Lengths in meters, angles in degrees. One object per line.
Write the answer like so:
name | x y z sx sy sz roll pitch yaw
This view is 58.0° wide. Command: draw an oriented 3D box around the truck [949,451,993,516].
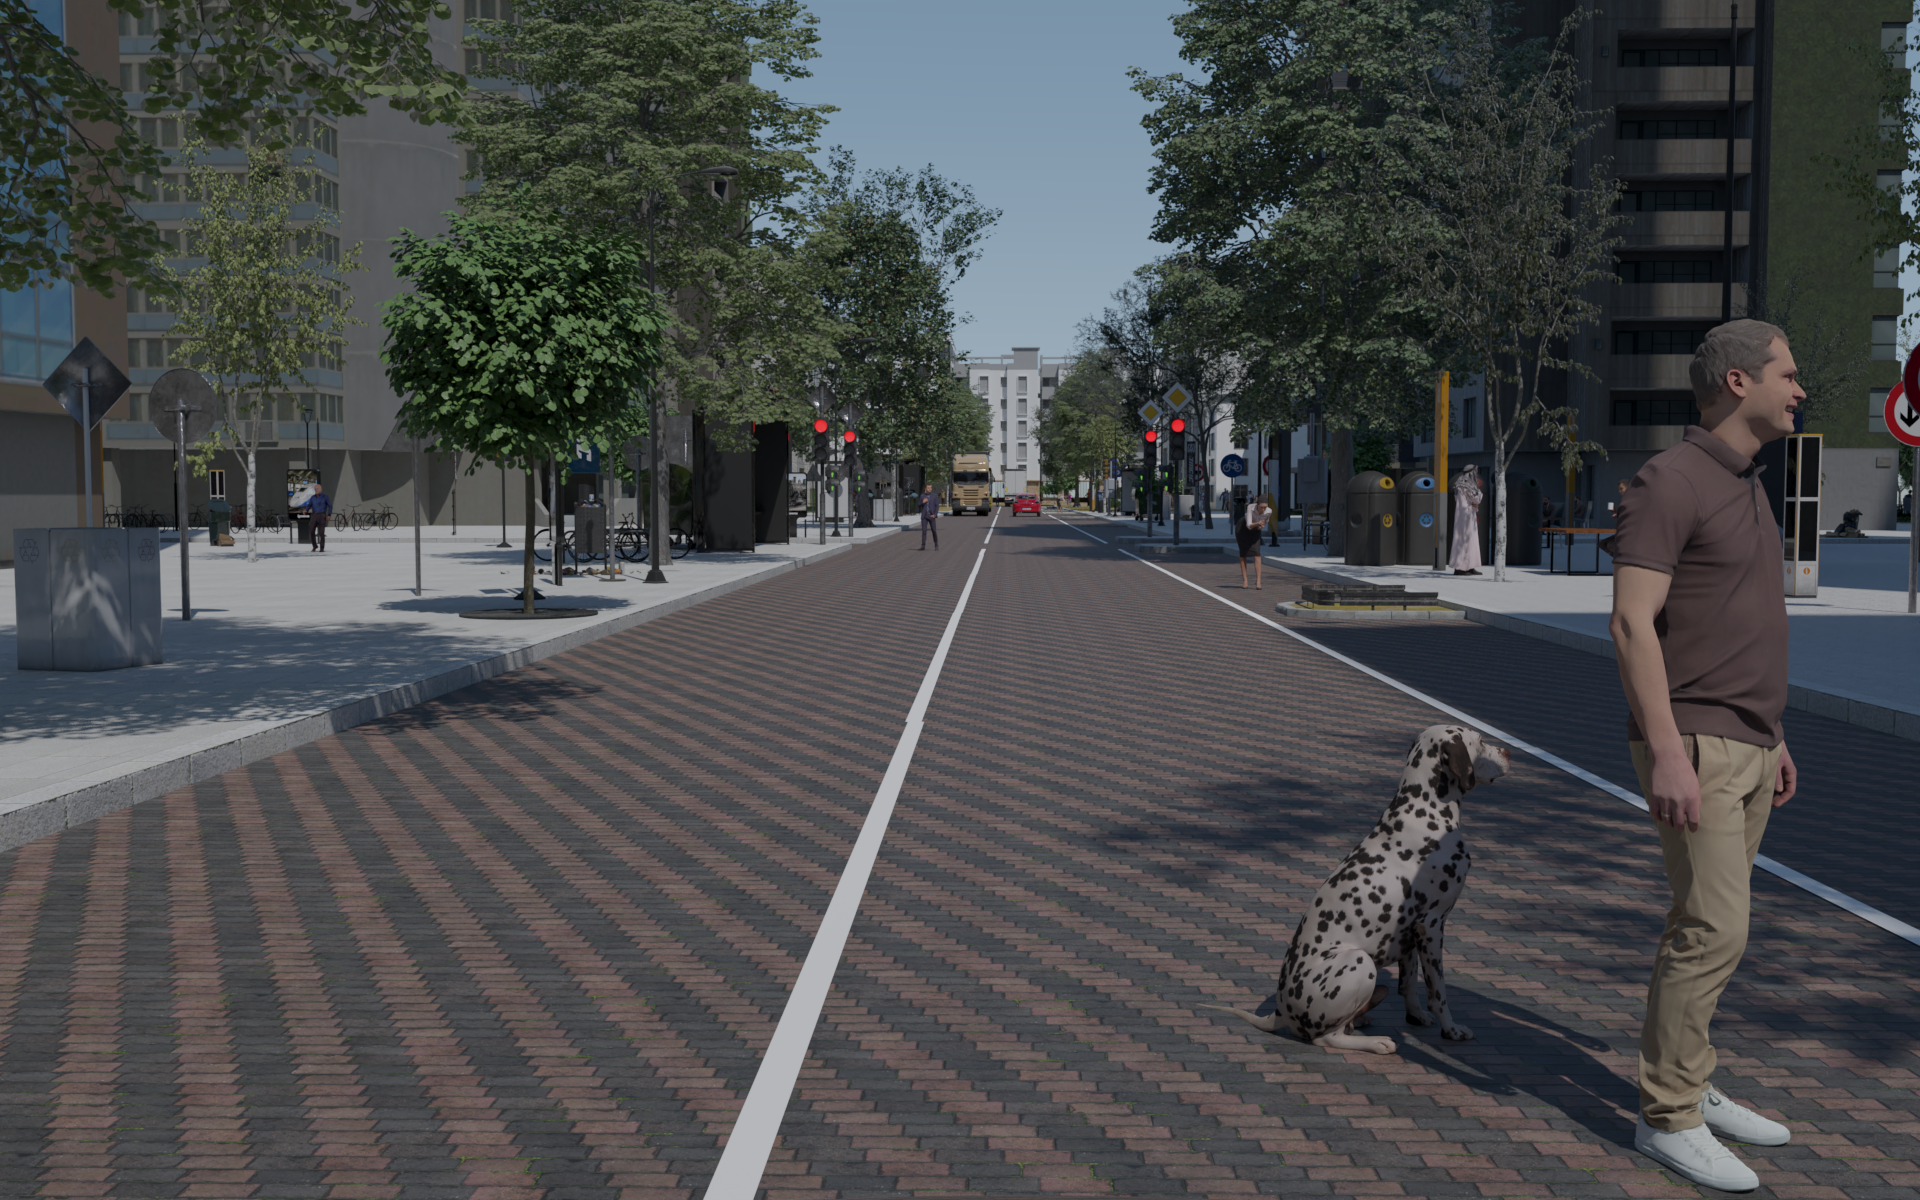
truck | 0.654 -7.716 115.065 2.839 4.237 11.283 0 4 0

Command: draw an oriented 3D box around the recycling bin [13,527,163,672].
recycling bin | -6.466 -0.019 12.865 0.722 1.027 0.722 1 4 16

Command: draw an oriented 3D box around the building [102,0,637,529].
building | -29.757 -23.403 74.515 32.217 40.220 23.993 0 4 2

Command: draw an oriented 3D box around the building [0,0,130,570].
building | -23.086 -22.933 25.073 14.200 45.320 14.600 0 4 2

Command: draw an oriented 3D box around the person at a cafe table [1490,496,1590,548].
person at a cafe table | 13.709 -1.871 41.452 1.726 1.238 1.698 -2 4 -28

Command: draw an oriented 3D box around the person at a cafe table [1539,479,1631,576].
person at a cafe table | 10.237 -1.162 27.516 1.622 1.524 1.698 0 4 5

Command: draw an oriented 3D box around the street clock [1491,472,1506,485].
street clock | 16.867 -3.036 54.212 0.471 2.002 0.358 -1 4 -15

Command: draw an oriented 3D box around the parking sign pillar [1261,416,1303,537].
parking sign pillar | 9.662 -3.907 52.352 1.447 3.967 1.447 1 4 23

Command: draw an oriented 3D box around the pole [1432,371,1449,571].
pole | 8.017 -2.143 28.878 0.158 3.312 0.155 0 3 0

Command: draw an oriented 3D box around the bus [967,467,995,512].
bus | 1.379 -9.183 141.683 2.896 3.916 12.252 0 4 1

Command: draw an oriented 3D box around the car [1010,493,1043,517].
car | 4.260 -6.216 110.675 2.155 1.783 4.494 0 4 2

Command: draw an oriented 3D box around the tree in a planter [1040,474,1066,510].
tree in a planter | 8.329 -9.538 153.173 1.991 3.239 1.994 0 4 2

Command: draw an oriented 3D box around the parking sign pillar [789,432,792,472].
parking sign pillar | -5.706 -3.885 51.985 1.447 3.967 1.447 0 4 1

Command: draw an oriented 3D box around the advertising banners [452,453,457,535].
advertising banners | -15.916 -3.569 54.534 0.090 3.025 2.074 -1 4 -13

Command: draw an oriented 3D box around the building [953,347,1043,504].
building | 4.747 -22.802 229.233 11.380 20.091 16.016 0 4 2

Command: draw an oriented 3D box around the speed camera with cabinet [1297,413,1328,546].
speed camera with cabinet | 9.307 -2.934 42.313 2.038 3.252 0.660 1 4 19

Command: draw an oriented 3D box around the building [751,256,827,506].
building | -20.846 -16.957 143.703 16.747 18.905 31.486 0 4 2

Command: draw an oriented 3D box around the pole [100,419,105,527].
pole | -20.533 -2.902 41.292 0.158 3.312 0.155 0 3 0

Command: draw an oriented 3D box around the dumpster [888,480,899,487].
dumpster | -4.385 -7.287 121.629 1.502 2.255 1.985 0 4 2

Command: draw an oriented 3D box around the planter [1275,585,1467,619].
planter | 4.852 0.018 20.842 1.991 0.319 1.994 0 4 2

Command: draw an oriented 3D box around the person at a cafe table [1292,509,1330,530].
person at a cafe table | 12.729 -3.257 61.771 1.698 1.524 1.622 2 4 30

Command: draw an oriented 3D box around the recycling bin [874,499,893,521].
recycling bin | -3.688 -4.319 83.167 0.722 1.027 0.722 2 4 24

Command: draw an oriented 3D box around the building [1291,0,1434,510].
building | 32.047 -27.481 103.941 22.147 44.769 28.867 0 4 2

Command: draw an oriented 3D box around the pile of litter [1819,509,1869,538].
pile of litter | 25.990 -2.256 50.843 1.176 0.858 1.719 0 4 -2

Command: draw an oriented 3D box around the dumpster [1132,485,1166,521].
dumpster | 8.968 -4.875 82.204 1.502 2.255 1.985 0 4 1

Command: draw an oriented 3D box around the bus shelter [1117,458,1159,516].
bus shelter | 10.317 -6.525 100.608 2.014 3.302 5.546 0 4 1

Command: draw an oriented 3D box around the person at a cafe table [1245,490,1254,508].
person at a cafe table | 19.036 -6.544 115.503 1.622 1.524 1.698 1 4 15

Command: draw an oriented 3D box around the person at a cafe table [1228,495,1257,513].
person at a cafe table | 15.963 -5.168 95.357 1.698 1.238 1.726 -3 4 -39

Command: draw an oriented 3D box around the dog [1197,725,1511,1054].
dog | 1.016 0.745 4.663 0.800 0.831 0.513 2 4 29

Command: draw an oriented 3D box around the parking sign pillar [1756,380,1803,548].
parking sign pillar | 19.520 -3.241 41.470 1.447 3.967 1.447 -1 4 -17

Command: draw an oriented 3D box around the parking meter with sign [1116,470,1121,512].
parking meter with sign | 11.468 -7.872 124.973 0.543 3.016 1.738 1 4 14

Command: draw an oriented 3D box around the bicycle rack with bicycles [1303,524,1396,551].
bicycle rack with bicycles | 9.015 -1.561 38.901 2.852 0.926 2.925 -1 4 -22

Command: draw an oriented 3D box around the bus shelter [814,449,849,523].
bus shelter | -5.652 -5.247 79.714 2.014 3.302 5.546 0 4 1

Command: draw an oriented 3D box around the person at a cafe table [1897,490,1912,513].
person at a cafe table | 52.216 -5.289 94.983 1.622 1.524 1.698 -3 5 -43

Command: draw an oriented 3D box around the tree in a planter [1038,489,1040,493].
tree in a planter | 9.057 -11.186 180.107 1.991 3.239 1.994 0 4 2

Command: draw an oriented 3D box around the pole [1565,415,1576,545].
pole | 15.283 -3.028 43.344 0.158 3.312 0.155 0 3 0

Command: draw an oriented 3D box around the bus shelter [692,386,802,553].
bus shelter | -4.896 -3.023 40.705 1.731 3.624 6.357 0 4 2

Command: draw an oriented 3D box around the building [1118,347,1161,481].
building | 27.487 -22.737 228.175 11.380 20.091 16.016 0 4 2

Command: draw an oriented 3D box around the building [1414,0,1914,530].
building | 26.341 -18.081 67.325 14.107 30.474 14.160 0 4 2

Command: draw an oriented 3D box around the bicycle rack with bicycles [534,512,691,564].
bicycle rack with bicycles | -6.671 -1.195 32.925 2.925 0.926 2.852 0 4 -4

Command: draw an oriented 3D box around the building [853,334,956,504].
building | -17.107 -23.949 235.537 32.646 21.610 27.936 0 4 2

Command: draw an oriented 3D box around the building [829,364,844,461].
building | -18.251 -20.096 184.989 11.380 20.091 16.016 0 4 2

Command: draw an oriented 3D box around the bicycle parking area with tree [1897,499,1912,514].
bicycle parking area with tree | 52.684 -7.310 106.525 9.016 4.147 8.231 -1 4 -16

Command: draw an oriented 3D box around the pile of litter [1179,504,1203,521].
pile of litter | 11.035 -4.230 83.130 1.176 0.858 1.719 3 5 43

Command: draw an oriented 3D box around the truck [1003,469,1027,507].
truck | 6.264 -12.740 197.211 2.839 4.237 11.283 0 4 1

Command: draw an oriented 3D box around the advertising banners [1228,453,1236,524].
advertising banners | 11.721 -4.789 74.492 0.090 3.025 2.074 0 4 2

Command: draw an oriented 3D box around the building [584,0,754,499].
building | -20.391 -20.311 103.780 14.160 30.474 14.107 0 4 2

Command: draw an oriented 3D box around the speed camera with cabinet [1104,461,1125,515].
speed camera with cabinet | 9.747 -6.753 104.752 2.038 3.252 0.660 -1 4 -9

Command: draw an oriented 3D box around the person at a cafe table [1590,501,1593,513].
person at a cafe table | 18.877 -2.657 54.295 1.726 1.238 1.698 3 4 36

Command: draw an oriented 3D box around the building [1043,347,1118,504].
building | 16.135 -22.813 229.411 11.380 20.091 16.016 0 4 2

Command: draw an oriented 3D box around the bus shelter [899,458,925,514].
bus shelter | -2.901 -7.404 112.333 1.731 3.624 6.357 0 4 2

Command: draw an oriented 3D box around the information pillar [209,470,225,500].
information pillar | -22.763 -2.974 53.118 0.304 2.012 0.304 1 4 20

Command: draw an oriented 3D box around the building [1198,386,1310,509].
building | 25.997 -12.445 145.620 9.099 9.664 28.070 0 4 2

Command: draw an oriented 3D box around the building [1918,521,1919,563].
building | 28.704 -42.900 14.089 22.319 86.520 31.000 0 4 2

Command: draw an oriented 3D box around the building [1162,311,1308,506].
building | 30.217 -18.869 174.960 16.747 18.905 31.486 0 4 2

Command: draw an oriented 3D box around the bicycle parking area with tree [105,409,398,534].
bicycle parking area with tree | -24.475 -4.420 59.270 8.231 4.147 9.016 2 4 27

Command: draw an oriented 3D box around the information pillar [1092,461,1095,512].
information pillar | 9.377 -7.951 121.354 0.183 3.616 0.504 1 4 15
